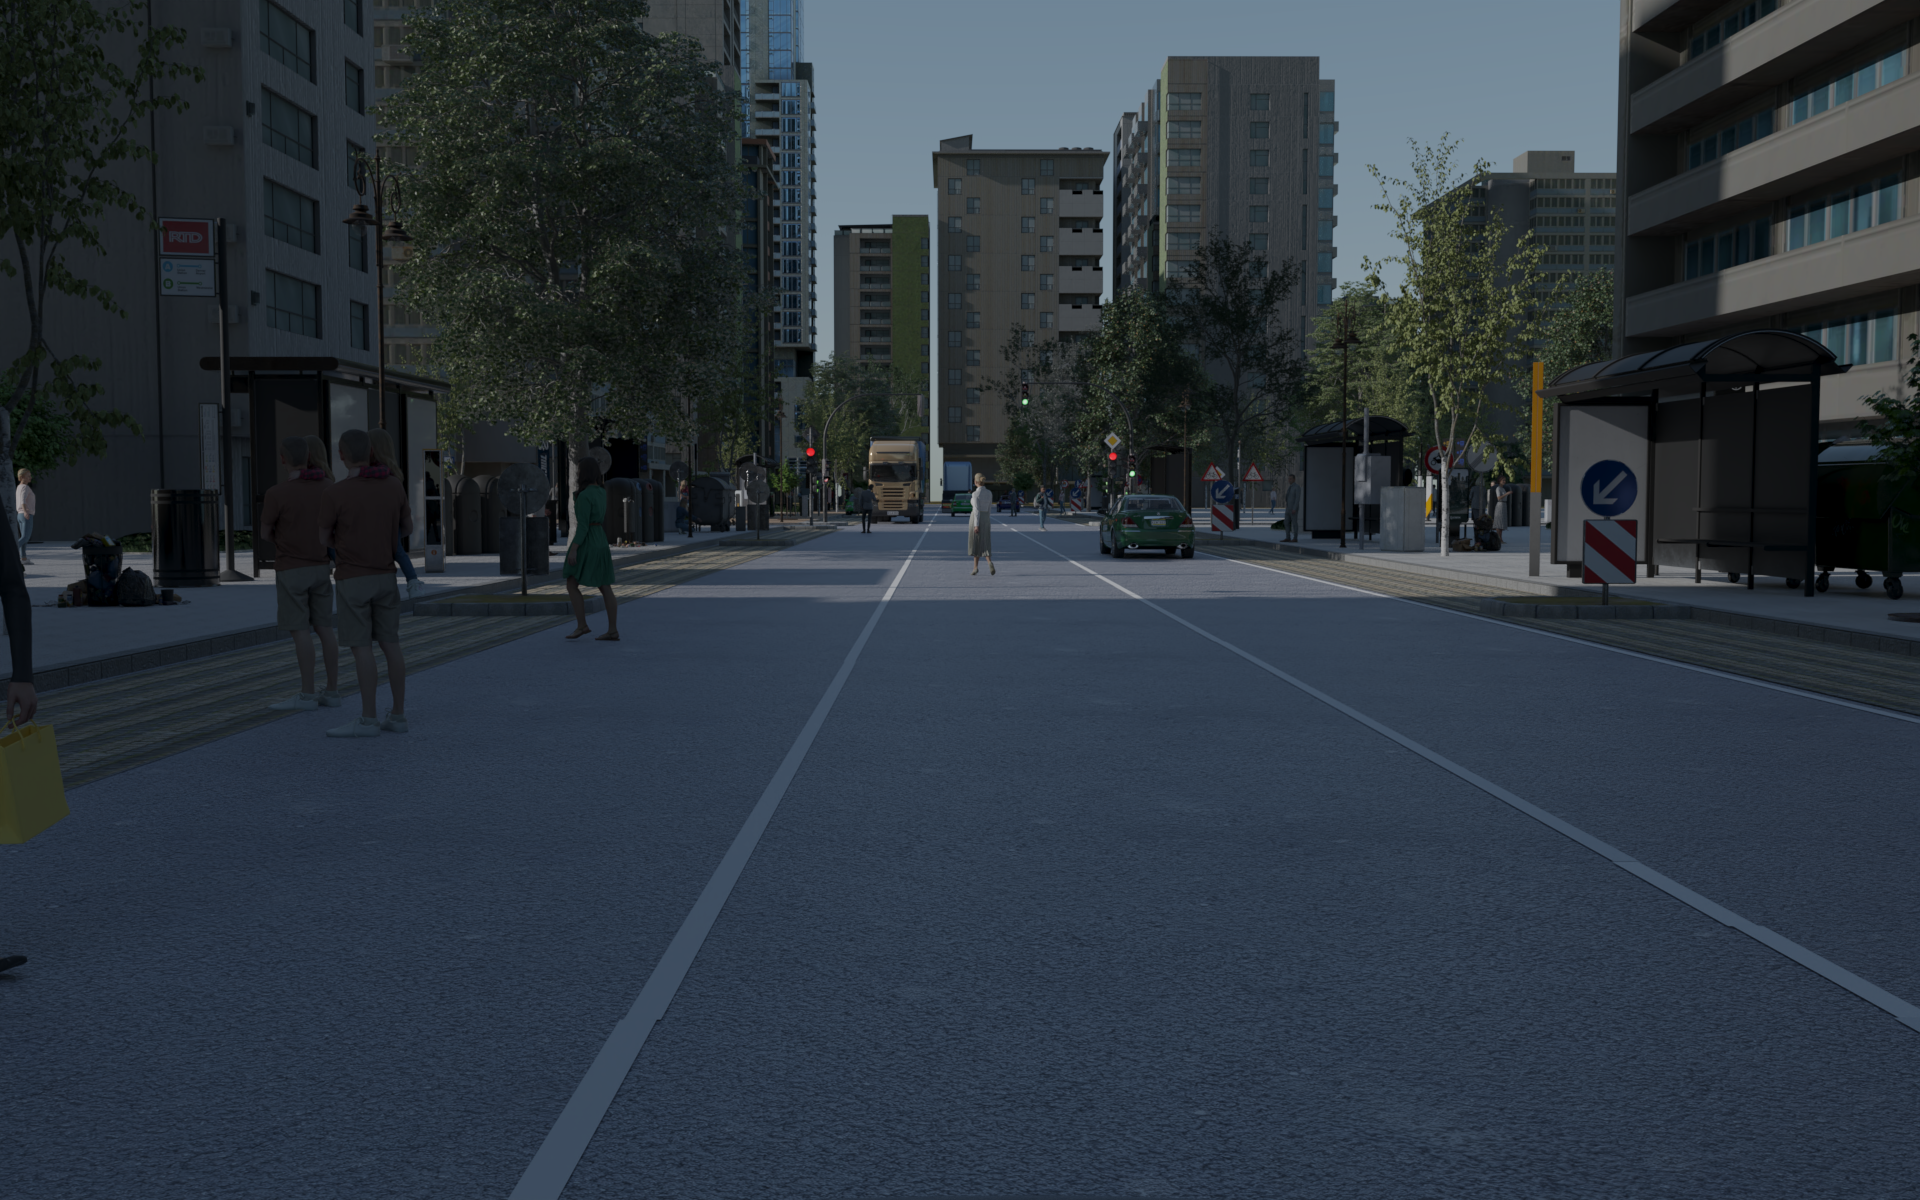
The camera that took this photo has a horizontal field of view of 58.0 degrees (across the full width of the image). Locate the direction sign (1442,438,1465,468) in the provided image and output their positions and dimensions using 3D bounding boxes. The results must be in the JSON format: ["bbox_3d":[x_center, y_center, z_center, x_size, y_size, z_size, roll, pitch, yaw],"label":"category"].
[{"bbox_3d":[20.034,-4.794,70.386,0.876,3.537,0.379,2,4,25],"label":"direction sign"}]

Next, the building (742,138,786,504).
[{"bbox_3d":[-35.030,-33.778,206.890,28.867,44.769,22.147,0,4,0],"label":"building"}]

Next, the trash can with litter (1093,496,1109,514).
[{"bbox_3d":[9.550,-6.145,111.536,1.678,1.210,2.233,-3,5,-40],"label":"trash can with litter"}]

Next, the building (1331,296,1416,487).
[{"bbox_3d":[58.740,-29.605,255.746,14.107,30.474,14.160,0,4,0],"label":"building"}]

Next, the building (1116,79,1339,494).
[{"bbox_3d":[30.890,-35.679,202.963,23.786,49.044,30.456,0,4,0],"label":"building"}]

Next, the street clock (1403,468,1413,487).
[{"bbox_3d":[12.544,-2.710,48.883,0.358,2.002,0.471,3,5,45],"label":"street clock"}]

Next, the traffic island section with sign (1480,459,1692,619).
[{"bbox_3d":[7.330,-0.734,20.633,1.989,1.847,2.006,0,4,0],"label":"traffic island section with sign"}]

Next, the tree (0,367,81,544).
[{"bbox_3d":[-24.664,-3.734,44.768,4.285,4.588,4.351,0,3,0],"label":"tree"}]

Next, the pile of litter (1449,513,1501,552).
[{"bbox_3d":[11.507,-1.528,38.947,1.719,0.858,1.176,-2,4,-34],"label":"pile of litter"}]

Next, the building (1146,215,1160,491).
[{"bbox_3d":[26.322,-25.030,180.935,14.160,30.474,14.107,0,4,0],"label":"building"}]

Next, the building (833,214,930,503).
[{"bbox_3d":[-11.395,-34.945,254.941,14.086,41.232,14.154,0,4,0],"label":"building"}]

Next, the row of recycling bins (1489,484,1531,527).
[{"bbox_3d":[22.017,-3.773,68.808,1.069,1.692,3.534,3,4,38],"label":"row of recycling bins"}]

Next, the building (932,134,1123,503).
[{"bbox_3d":[9.679,-41.130,261.707,27.495,52.752,28.713,0,4,0],"label":"building"}]

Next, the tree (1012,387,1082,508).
[{"bbox_3d":[8.818,-14.546,163.589,9.928,11.665,9.643,0,3,0],"label":"tree"}]

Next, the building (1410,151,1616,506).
[{"bbox_3d":[67.147,-31.208,202.130,23.993,40.220,32.217,0,4,0],"label":"building"}]

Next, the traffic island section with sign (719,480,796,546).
[{"bbox_3d":[-5.577,-2.412,48.072,1.989,1.847,2.006,0,4,0],"label":"traffic island section with sign"}]

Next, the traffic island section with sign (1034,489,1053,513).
[{"bbox_3d":[6.557,-7.441,130.293,1.989,1.847,2.006,0,4,0],"label":"traffic island section with sign"}]

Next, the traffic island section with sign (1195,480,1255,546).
[{"bbox_3d":[7.132,-2.444,48.591,1.989,1.847,2.006,0,4,0],"label":"traffic island section with sign"}]

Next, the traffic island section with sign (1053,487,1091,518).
[{"bbox_3d":[6.752,-5.793,103.338,1.989,1.847,2.006,0,4,0],"label":"traffic island section with sign"}]

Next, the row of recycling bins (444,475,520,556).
[{"bbox_3d":[-10.477,-1.837,37.147,1.069,1.692,3.534,1,4,19],"label":"row of recycling bins"}]

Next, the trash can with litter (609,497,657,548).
[{"bbox_3d":[-8.253,-1.911,42.303,1.678,1.210,2.233,0,3,0],"label":"trash can with litter"}]

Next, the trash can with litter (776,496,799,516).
[{"bbox_3d":[-10.310,-5.612,102.808,2.233,1.210,1.678,3,5,44],"label":"trash can with litter"}]

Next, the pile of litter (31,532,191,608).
[{"bbox_3d":[-9.864,-0.371,20.028,1.719,0.858,1.176,1,4,8],"label":"pile of litter"}]

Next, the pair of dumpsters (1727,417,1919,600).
[{"bbox_3d":[11.724,-1.250,22.934,1.574,2.255,4.437,0,4,0],"label":"pair of dumpsters"}]

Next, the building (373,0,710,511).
[{"bbox_3d":[-35.937,-26.943,132.398,32.217,40.220,23.993,0,4,0],"label":"building"}]

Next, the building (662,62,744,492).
[{"bbox_3d":[-27.965,-29.166,160.459,14.154,41.232,14.086,0,4,0],"label":"building"}]

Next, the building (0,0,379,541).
[{"bbox_3d":[-26.183,-17.208,53.053,14.107,30.474,14.160,0,4,0],"label":"building"}]

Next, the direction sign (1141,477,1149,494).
[{"bbox_3d":[10.875,-6.601,99.928,0.876,3.537,0.379,-1,4,-18],"label":"direction sign"}]

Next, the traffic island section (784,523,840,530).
[{"bbox_3d":[-6.065,-2.950,70.508,2.009,0.180,2.903,0,4,0],"label":"traffic island section"}]

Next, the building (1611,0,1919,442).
[{"bbox_3d":[30.666,-25.548,41.410,21.300,48.544,21.600,0,4,0],"label":"building"}]

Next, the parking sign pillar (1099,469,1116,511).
[{"bbox_3d":[11.181,-8.647,129.852,1.447,3.967,1.447,2,4,33],"label":"parking sign pillar"}]

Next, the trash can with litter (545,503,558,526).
[{"bbox_3d":[-16.752,-3.621,70.264,1.678,1.210,2.233,-1,4,-11],"label":"trash can with litter"}]

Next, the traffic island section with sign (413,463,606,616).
[{"bbox_3d":[-5.395,-0.764,21.117,1.989,1.847,2.006,0,4,0],"label":"traffic island section with sign"}]

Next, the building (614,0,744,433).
[{"bbox_3d":[-30.891,-45.208,177.404,20.563,71.187,20.611,0,4,0],"label":"building"}]

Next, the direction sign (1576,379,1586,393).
[{"bbox_3d":[11.520,-2.461,32.237,0.379,3.537,0.876,1,4,10],"label":"direction sign"}]

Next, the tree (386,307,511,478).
[{"bbox_3d":[-19.092,-7.031,65.326,4.737,8.622,4.395,0,3,0],"label":"tree"}]

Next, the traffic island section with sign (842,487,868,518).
[{"bbox_3d":[-5.965,-5.778,103.098,1.989,1.847,2.006,0,4,0],"label":"traffic island section with sign"}]

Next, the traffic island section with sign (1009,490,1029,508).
[{"bbox_3d":[6.216,-10.502,180.331,1.989,1.847,2.006,0,4,0],"label":"traffic island section with sign"}]

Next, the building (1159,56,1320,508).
[{"bbox_3d":[25.862,-29.480,165.597,14.154,41.232,14.086,0,4,0],"label":"building"}]

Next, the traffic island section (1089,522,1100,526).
[{"bbox_3d":[6.920,-3.443,78.579,2.009,0.180,2.903,0,4,0],"label":"traffic island section"}]

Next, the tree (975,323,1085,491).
[{"bbox_3d":[8.420,-20.501,191.079,12.611,20.169,13.585,0,3,0],"label":"tree"}]

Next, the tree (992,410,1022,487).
[{"bbox_3d":[8.745,-19.122,229.644,9.611,12.733,9.660,0,3,0],"label":"tree"}]

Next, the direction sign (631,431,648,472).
[{"bbox_3d":[-11.563,-4.297,62.256,0.876,3.537,0.379,2,4,31],"label":"direction sign"}]

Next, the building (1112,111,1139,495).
[{"bbox_3d":[37.559,-43.777,257.756,28.212,58.520,21.231,0,4,0],"label":"building"}]

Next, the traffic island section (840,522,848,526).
[{"bbox_3d":[-6.121,-3.438,78.493,2.009,0.180,2.903,0,4,0],"label":"traffic island section"}]

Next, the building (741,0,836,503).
[{"bbox_3d":[-34.371,-57.775,257.293,31.000,86.520,22.319,0,4,0],"label":"building"}]

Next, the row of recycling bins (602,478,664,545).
[{"bbox_3d":[-8.584,-2.339,45.358,1.069,1.692,3.534,0,4,6],"label":"row of recycling bins"}]

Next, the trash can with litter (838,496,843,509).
[{"bbox_3d":[-9.676,-8.193,145.009,2.233,1.210,1.678,0,4,-5],"label":"trash can with litter"}]
